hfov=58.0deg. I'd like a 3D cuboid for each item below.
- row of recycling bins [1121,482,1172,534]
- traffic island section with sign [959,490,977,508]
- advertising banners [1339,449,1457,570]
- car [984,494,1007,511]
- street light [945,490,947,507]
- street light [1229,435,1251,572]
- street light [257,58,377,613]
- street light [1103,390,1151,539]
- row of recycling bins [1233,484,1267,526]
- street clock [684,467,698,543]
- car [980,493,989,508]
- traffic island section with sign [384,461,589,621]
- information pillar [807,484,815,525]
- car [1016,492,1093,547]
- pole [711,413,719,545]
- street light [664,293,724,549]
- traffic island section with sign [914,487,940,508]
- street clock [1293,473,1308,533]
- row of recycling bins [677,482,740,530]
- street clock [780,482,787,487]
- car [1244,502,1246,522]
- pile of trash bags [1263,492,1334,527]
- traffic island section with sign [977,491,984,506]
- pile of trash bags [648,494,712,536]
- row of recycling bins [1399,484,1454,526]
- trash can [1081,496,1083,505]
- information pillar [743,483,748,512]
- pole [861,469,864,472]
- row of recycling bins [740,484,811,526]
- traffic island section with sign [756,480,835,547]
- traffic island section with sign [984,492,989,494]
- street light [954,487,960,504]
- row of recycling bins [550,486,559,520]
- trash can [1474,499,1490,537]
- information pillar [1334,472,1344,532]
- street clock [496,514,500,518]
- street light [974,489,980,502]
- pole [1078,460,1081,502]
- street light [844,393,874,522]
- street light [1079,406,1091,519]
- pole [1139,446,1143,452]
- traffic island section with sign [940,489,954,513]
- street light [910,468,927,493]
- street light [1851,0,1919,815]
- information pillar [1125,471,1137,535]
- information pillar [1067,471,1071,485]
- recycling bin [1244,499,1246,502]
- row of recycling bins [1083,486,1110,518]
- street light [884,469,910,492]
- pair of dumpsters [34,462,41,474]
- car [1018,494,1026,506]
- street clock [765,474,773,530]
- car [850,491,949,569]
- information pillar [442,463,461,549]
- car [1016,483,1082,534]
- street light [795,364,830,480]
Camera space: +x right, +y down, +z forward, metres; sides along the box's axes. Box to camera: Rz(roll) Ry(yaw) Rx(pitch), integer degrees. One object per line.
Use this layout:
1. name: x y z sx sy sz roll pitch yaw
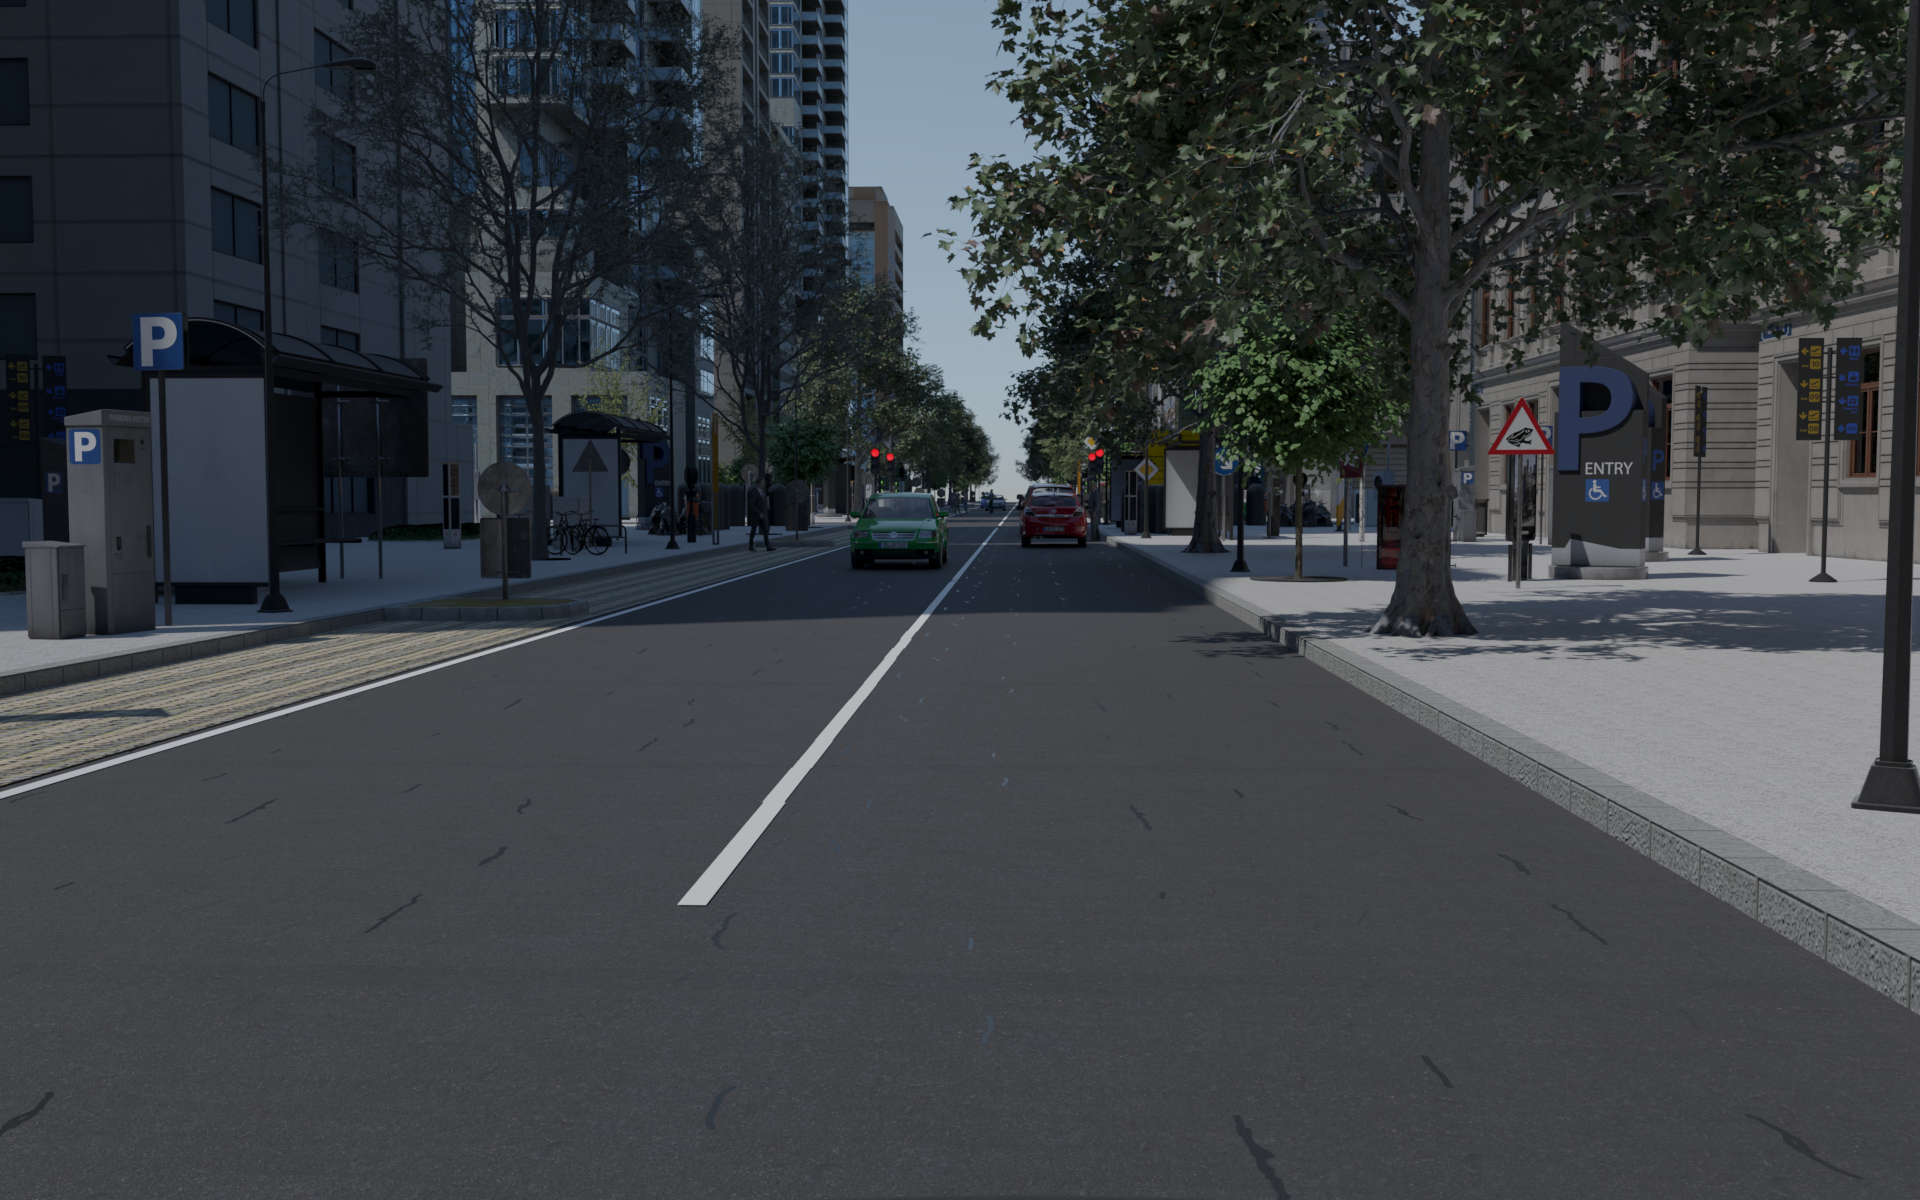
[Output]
1. row of recycling bins: 6.264 -3.053 57.037 1.069 1.692 3.534 -1 4 -18
2. traffic island section with sign: 0.513 -10.436 179.252 1.989 1.847 2.006 0 4 2
3. advertising banners: 7.340 -2.024 29.287 2.074 3.025 0.090 1 4 9
4. car: 3.041 -8.321 148.053 2.014 1.417 4.499 0 4 2
5. street light: -1.735 -11.236 156.253 1.470 5.913 1.316 0 4 2
6. street light: 4.084 -3.418 28.432 1.470 5.913 1.316 0 4 2
7. street light: -6.905 -2.818 18.619 1.470 5.913 1.316 0 4 2
8. street light: 4.842 -4.732 49.913 1.470 5.913 1.316 0 4 2
9. row of recycling bins: 10.756 -3.896 70.814 3.534 1.692 1.069 1 4 10
10. street clock: -7.082 -2.514 45.668 0.358 2.002 0.471 -2 4 -29
11. car: 2.979 -10.226 176.787 1.945 1.707 3.694 0 4 4
12. traffic island section with sign: -5.463 -0.716 20.343 1.989 1.847 2.006 0 4 2
13. information pillar: -6.315 -4.188 72.968 0.304 2.012 0.304 1 4 20
14. car: 2.615 -2.387 48.072 2.155 1.783 4.494 0 4 3
15. pole: -6.190 -3.054 43.781 0.158 3.312 0.155 0 3 0
16. street light: -6.148 -4.132 40.100 1.470 5.913 1.316 0 4 2
17. traffic island section with sign: -2.357 -5.762 102.830 1.989 1.847 2.006 0 4 2
18. street clock: 11.126 -3.187 56.684 0.471 2.002 0.358 0 4 6
19. row of recycling bins: -9.021 -3.316 61.329 1.069 1.692 3.534 1 4 14
20. street clock: -8.406 -4.834 83.613 0.471 2.002 0.358 1 4 13
21. car: 10.765 -4.145 76.570 4.718 1.807 1.959 0 4 0
22. pile of trash bags: 12.910 -3.514 67.202 3.447 1.369 1.912 -3 5 -45
23. traffic island section with sign: 1.537 -12.092 206.333 1.989 1.847 2.006 0 4 2
24. pile of trash bags: -8.575 -2.701 53.917 1.912 1.369 3.447 -1 4 -19
25. row of recycling bins: 19.110 -3.817 69.516 3.534 1.692 1.069 2 4 24
26. trash can: 8.587 -6.551 118.768 0.748 1.137 0.748 0 3 0
27. information pillar: -14.603 -6.943 118.016 0.304 2.012 0.304 0 4 -6
28. pole: -7.754 -8.833 138.262 0.158 3.312 0.155 0 3 0
29. row of recycling bins: -7.708 -3.812 69.435 3.534 1.692 1.069 -1 4 -23
30. traffic island section with sign: -4.446 -2.364 47.279 1.989 1.847 2.006 0 4 2
31. traffic island section with sign: 3.584 -15.448 261.200 1.989 1.847 2.006 0 4 2
32. street light: -0.997 -12.566 177.991 1.470 5.913 1.316 0 4 2
33. row of recycling bins: -20.955 -4.748 84.734 3.534 1.692 1.069 -2 4 -35
34. trash can: 15.460 -2.455 51.793 0.748 1.137 0.748 0 3 0
35. information pillar: 13.083 -4.161 59.394 0.504 3.616 0.183 -3 5 -43
36. street clock: -15.692 -3.330 59.021 0.471 2.002 0.358 -3 4 -38
37. street light: 2.166 -17.715 262.183 1.470 5.913 1.316 0 4 2
38. pole: 6.983 -6.582 101.458 0.158 3.312 0.155 0 3 0
39. street light: -4.634 -6.566 79.890 1.470 5.913 1.316 0 4 2
40. street light: 5.506 -6.046 71.398 1.470 5.913 1.316 0 4 2
41. pole: 7.498 -4.764 71.728 0.158 3.312 0.155 0 3 0
42. traffic island section with sign: -1.349 -7.409 129.767 1.989 1.847 2.006 0 4 2
43. street light: -3.034 -9.218 123.253 1.470 5.913 1.316 0 4 2
44. street light: 3.284 -2.105 6.952 1.470 5.913 1.316 0 4 2
45. information pillar: 5.378 -3.057 54.477 0.304 2.012 0.304 -1 4 -20
46. information pillar: 9.447 -9.705 150.025 0.504 3.616 0.183 3 5 41
47. recycling bin: 15.461 -4.877 92.293 0.722 1.027 0.722 -3 5 -43
48. row of recycling bins: 7.814 -5.212 92.329 1.069 1.692 3.534 -2 4 -35
49. street light: -3.856 -7.904 101.774 1.470 5.913 1.316 0 4 2
50. pair of dumpsters: -10.614 -1.278 23.385 1.574 2.255 4.437 0 4 2
51. car: 7.448 -11.306 194.636 2.009 1.686 4.222 0 4 3
52. street clock: -6.881 -3.484 61.533 0.358 2.002 0.471 2 4 30
53. car: -1.180 -1.587 34.740 1.959 1.807 4.718 0 4 2
54. information pillar: -11.900 -2.205 40.539 0.304 2.012 0.304 3 5 42
55. car: 3.114 -3.145 60.092 2.281 1.827 5.304 0 4 0
56. street light: -5.321 -5.469 61.967 1.470 5.913 1.316 0 4 2
